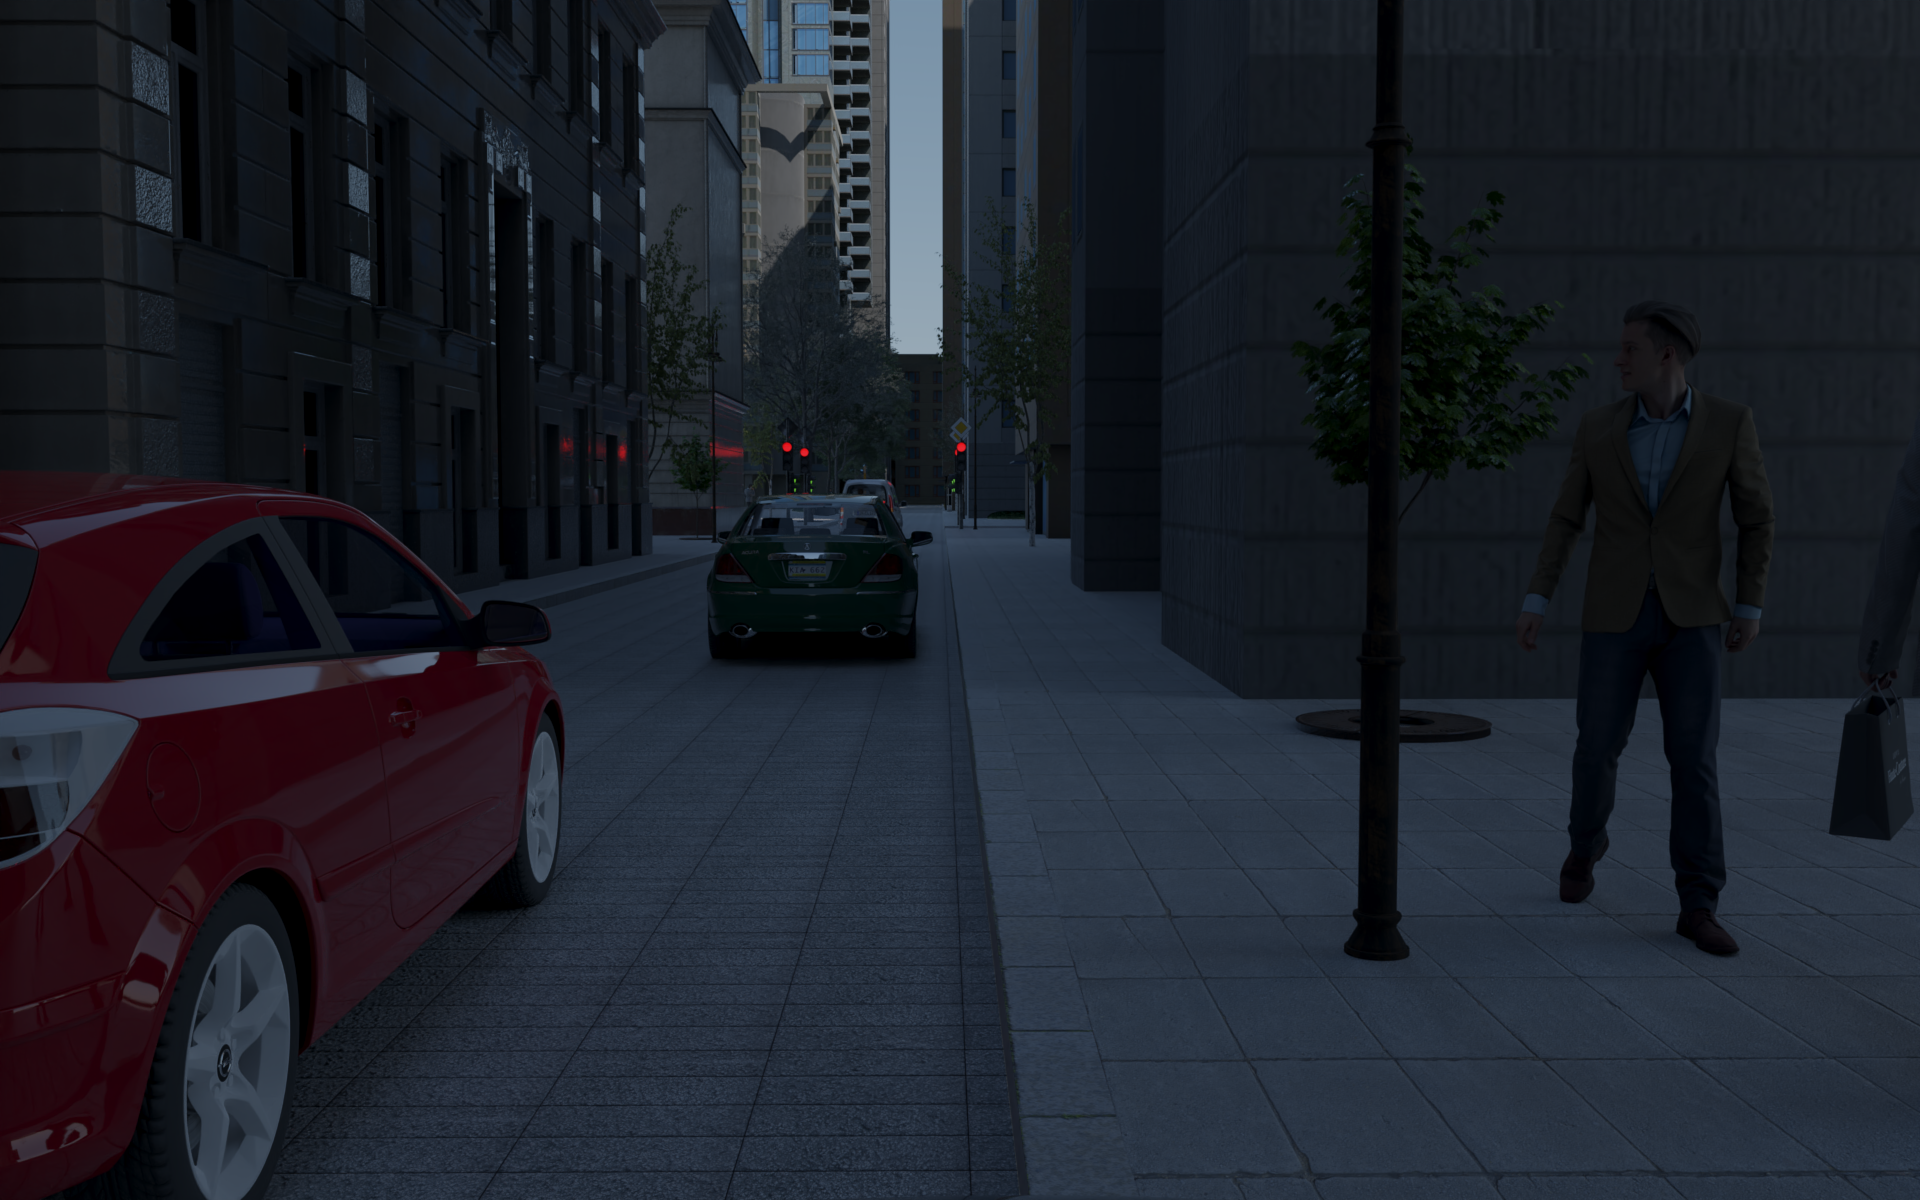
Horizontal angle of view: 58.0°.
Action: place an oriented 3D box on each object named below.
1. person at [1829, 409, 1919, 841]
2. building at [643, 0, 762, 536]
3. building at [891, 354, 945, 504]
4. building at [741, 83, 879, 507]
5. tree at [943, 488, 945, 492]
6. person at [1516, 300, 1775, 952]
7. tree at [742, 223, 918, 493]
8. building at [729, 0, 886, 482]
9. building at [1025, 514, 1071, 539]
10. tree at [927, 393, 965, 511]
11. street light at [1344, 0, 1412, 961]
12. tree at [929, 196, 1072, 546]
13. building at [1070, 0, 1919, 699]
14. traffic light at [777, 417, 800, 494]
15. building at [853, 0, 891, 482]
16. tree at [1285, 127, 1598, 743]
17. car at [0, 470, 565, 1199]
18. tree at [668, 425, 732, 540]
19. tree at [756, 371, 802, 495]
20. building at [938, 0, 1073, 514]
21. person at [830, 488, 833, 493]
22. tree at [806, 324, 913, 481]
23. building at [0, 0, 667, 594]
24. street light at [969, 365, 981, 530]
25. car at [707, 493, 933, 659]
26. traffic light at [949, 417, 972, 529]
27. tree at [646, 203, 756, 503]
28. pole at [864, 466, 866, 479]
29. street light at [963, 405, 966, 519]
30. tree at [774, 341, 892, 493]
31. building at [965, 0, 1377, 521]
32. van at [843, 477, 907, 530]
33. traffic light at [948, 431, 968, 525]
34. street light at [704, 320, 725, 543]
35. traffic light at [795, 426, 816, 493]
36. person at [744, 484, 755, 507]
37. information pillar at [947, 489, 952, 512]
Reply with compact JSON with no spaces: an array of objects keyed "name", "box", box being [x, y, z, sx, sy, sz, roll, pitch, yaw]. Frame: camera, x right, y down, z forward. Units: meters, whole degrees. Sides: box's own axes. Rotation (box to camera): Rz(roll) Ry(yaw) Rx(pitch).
[{"name":"person","box":[2.244,0.148,3.802,0.709,1.800,0.728,2,4,33]},{"name":"building","box":[-16.722,-11.800,57.563,19.286,19.102,10.561,0,4,-1]},{"name":"building","box":[-14.216,-24.386,243.756,28.899,21.520,27.650,0,4,-1]},{"name":"building","box":[-23.596,-28.477,157.483,32.217,40.220,23.993,0,4,-1]},{"name":"tree","box":[-0.970,-12.024,191.196,1.663,3.219,1.824,0,3,0]},{"name":"person","box":[2.015,0.050,5.141,0.656,1.842,0.836,0,4,-5]},{"name":"tree","box":[-6.956,-10.306,78.879,12.009,13.543,11.850,0,3,0]},{"name":"building","box":[-18.997,-53.293,184.016,22.319,86.520,31.000,0,4,-1]},{"name":"building","box":[9.005,-24.769,55.083,14.600,45.320,14.200,0,4,-1]},{"name":"tree","box":[-0.036,-10.960,129.563,4.360,8.622,3.978,0,3,0]},{"name":"street light","box":[1.165,-1.950,4.664,0.468,5.910,1.993,0,4,-1]},{"name":"tree","box":[1.573,-5.607,42.036,4.737,8.622,4.395,0,3,0]},{"name":"building","box":[12.099,-29.427,23.127,21.231,58.520,28.212,0,4,-1]},{"name":"traffic light","box":[-6.234,-4.528,62.954,0.839,4.253,0.868,0,4,-1]},{"name":"building","box":[-19.035,-47.246,210.731,20.611,71.187,20.563,0,4,-1]},{"name":"tree","box":[2.302,-0.893,9.206,1.663,3.219,1.824,0,3,0]},{"name":"car","box":[-2.298,0.264,4.728,2.155,1.783,4.494,0,4,-2]},{"name":"tree","box":[-7.464,-3.311,48.732,1.663,3.219,1.824,0,3,0]},{"name":"tree","box":[-10.558,-8.799,94.224,4.737,8.622,4.395,0,3,0]},{"name":"building","box":[5.499,-29.839,137.973,14.600,45.320,14.200,0,4,-1]},{"name":"person","box":[-10.759,-8.427,144.177,0.721,1.781,0.623,3,4,37]},{"name":"tree","box":[-7.897,-13.758,131.591,9.857,13.997,8.962,0,3,0]},{"name":"building","box":[-12.109,-13.883,24.251,12.463,27.353,25.104,0,4,-1]},{"name":"street light","box":[0.554,-5.483,62.429,0.468,5.910,1.993,0,4,-1]},{"name":"car","box":[-1.316,-0.290,16.538,2.131,1.459,4.920,0,4,-2]},{"name":"traffic light","box":[0.026,-4.533,63.040,0.839,4.253,0.868,0,4,-1]},{"name":"tree","box":[-7.440,-5.542,40.968,4.737,8.622,4.395,0,3,0]},{"name":"pole","box":[-6.925,-8.093,126.162,0.158,3.312,0.155,0,3,0]},{"name":"street light","box":[0.199,-7.077,88.499,0.468,5.910,1.993,0,4,-1]},{"name":"tree","box":[-7.465,-10.206,101.283,7.601,10.594,8.767,0,4,-3]},{"name":"building","box":[10.770,-34.348,103.590,21.231,58.520,28.212,0,4,-1]},{"name":"van","box":[-2.579,-2.662,50.534,2.013,2.044,4.112,0,4,1]},{"name":"traffic light","box":[-0.064,-5.022,71.025,0.839,4.253,0.868,0,4,-1]},{"name":"street light","box":[-6.455,-4.439,45.360,0.468,5.910,1.993,0,4,-1]},{"name":"traffic light","box":[-6.325,-5.016,70.938,0.839,4.253,0.868,0,4,-1]},{"name":"person","box":[-10.852,-5.078,89.248,0.473,1.802,0.592,-2,4,-25]},{"name":"information pillar","box":[-0.773,-7.462,126.495,0.304,2.012,0.304,-1,4,-20]}]
